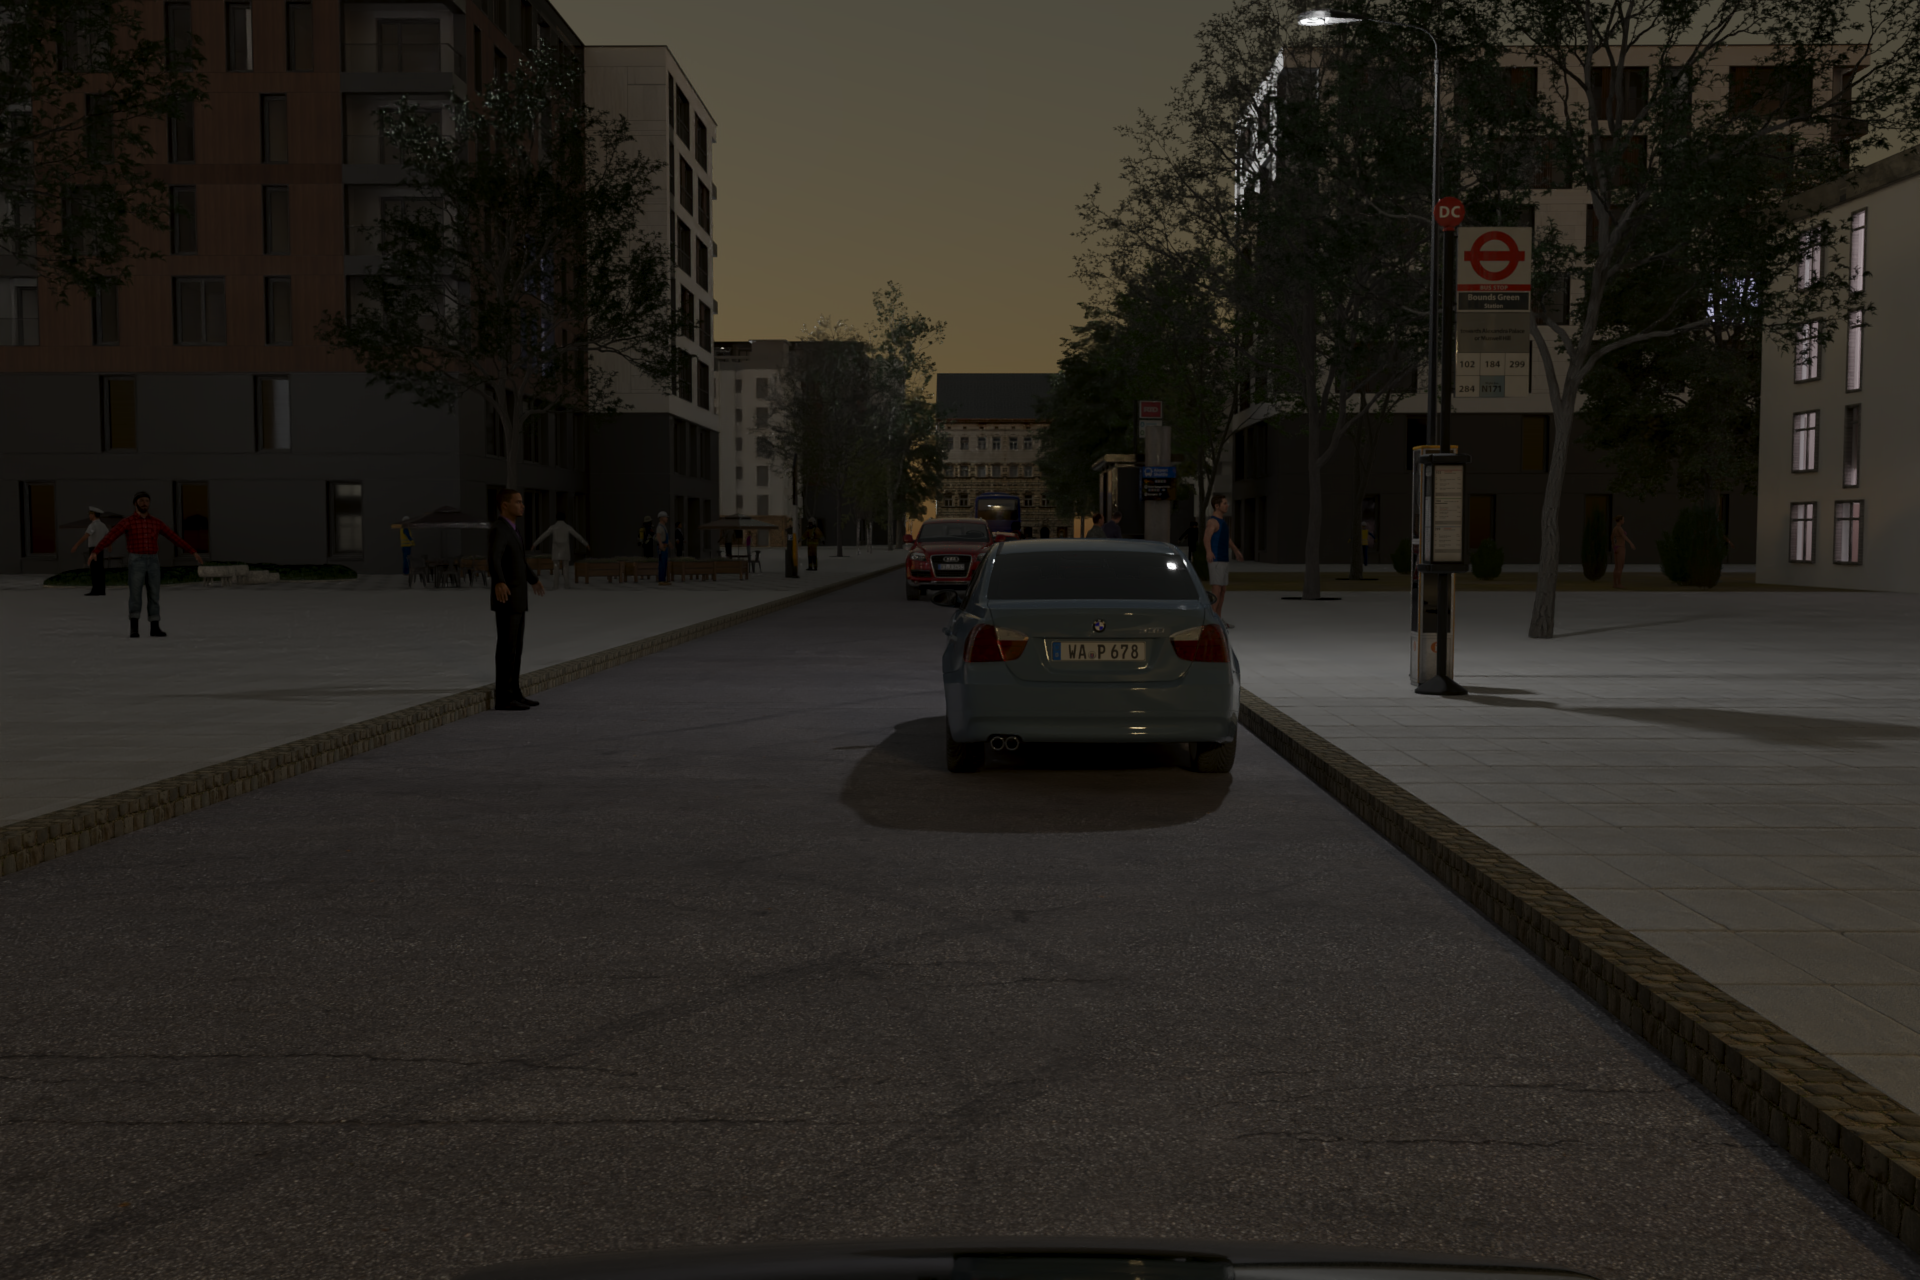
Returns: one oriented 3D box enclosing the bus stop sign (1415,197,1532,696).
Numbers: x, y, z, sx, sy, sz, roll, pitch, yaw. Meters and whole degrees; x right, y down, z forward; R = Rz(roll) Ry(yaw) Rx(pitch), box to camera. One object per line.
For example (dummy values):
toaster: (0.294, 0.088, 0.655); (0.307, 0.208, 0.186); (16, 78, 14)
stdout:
bus stop sign: (4.092, -1.536, 13.811); (0.855, 3.939, 0.416); (0, 4, 2)

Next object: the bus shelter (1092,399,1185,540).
bus shelter: (4.934, -4.393, 49.451); (2.179, 5.291, 8.768); (0, 4, 1)

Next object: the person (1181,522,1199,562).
person: (9.960, -4.111, 73.347); (1.346, 1.812, 0.704); (-2, 4, -31)

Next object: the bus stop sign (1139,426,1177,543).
bus stop sign: (4.847, -3.271, 42.497); (0.837, 3.901, 0.837); (0, 4, 2)

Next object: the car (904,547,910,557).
car: (-0.848, -2.874, 59.346); (2.083, 1.381, 4.827); (0, 4, 1)

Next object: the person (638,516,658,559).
person: (-9.948, -3.032, 55.348); (0.705, 1.856, 1.354); (-3, 5, -44)

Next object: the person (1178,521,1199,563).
person: (9.618, -3.999, 71.566); (1.347, 1.806, 0.705); (2, 4, 27)

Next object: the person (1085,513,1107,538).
person: (2.407, -1.301, 30.006); (0.705, 1.796, 1.348); (-2, 4, -28)

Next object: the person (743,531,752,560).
person: (-9.588, -4.214, 78.160); (0.599, 1.433, 0.991); (-2, 4, -25)

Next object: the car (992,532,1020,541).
car: (1.012, -2.457, 49.206); (2.155, 1.783, 4.494); (0, 4, 1)

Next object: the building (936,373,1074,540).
building: (5.914, -24.551, 234.792); (18.063, 23.208, 19.493); (0, 4, 0)

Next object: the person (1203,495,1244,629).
person: (3.509, -1.049, 23.325); (0.704, 1.807, 1.345); (2, 4, 27)

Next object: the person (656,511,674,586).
person: (-7.385, -2.285, 43.222); (0.705, 1.847, 1.347); (0, 4, 1)

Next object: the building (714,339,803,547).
building: (-21.871, -19.154, 169.584); (16.016, 20.090, 11.380); (0, 4, 1)

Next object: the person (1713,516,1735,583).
person: (19.954, -2.426, 45.791); (0.704, 1.817, 1.347); (-1, 4, -13)

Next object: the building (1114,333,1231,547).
building: (30.076, -21.315, 192.473); (27.936, 21.610, 32.646); (0, 4, 1)

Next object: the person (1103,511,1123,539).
person: (3.315, -1.872, 37.098); (0.568, 1.767, 0.683); (-3, 4, -37)

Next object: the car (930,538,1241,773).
car: (0.791, 0.020, 11.673); (2.014, 1.417, 4.499); (0, 4, 1)

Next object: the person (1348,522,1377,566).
person: (16.009, -3.817, 68.873); (1.216, 1.772, 0.721); (0, 4, -8)

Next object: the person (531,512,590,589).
person: (-9.363, -2.107, 40.636); (1.347, 1.806, 0.705); (-1, 4, -15)

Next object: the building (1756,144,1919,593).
building: (25.012, -5.446, 31.191); (9.099, 9.664, 28.070); (0, 4, 1)

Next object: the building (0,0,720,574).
building: (-26.208, -13.873, 70.793); (27.936, 21.610, 32.646); (0, 4, 1)

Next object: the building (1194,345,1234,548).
building: (28.051, -19.088, 168.506); (16.016, 20.090, 11.380); (0, 4, 1)

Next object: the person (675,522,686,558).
person: (-10.540, -3.592, 65.455); (0.721, 1.740, 1.216); (0, 4, 5)

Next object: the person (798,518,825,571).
person: (-5.186, -3.356, 60.636); (1.354, 1.858, 0.705); (3, 5, 39)

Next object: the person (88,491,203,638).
person: (-10.144, -0.944, 21.542); (1.345, 1.816, 0.704); (-3, 5, -42)

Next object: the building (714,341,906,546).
building: (-21.084, -21.769, 199.897); (27.936, 21.610, 32.646); (0, 4, 2)

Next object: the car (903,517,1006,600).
car: (-0.107, -1.858, 39.056); (2.281, 1.827, 5.304); (0, 4, 2)

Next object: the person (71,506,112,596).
person: (-18.004, -1.851, 36.049); (0.704, 1.855, 1.343); (0, 4, 5)

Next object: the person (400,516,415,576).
person: (-17.135, -2.921, 53.733); (0.705, 1.833, 1.349); (-2, 4, -28)

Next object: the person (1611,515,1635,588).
person: (15.693, -2.093, 41.020); (0.721, 1.733, 1.217); (0, 4, -1)

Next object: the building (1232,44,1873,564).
building: (27.700, -14.989, 89.044); (27.936, 21.610, 32.646); (0, 4, 1)

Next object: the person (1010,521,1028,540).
person: (1.769, -2.779, 54.036); (1.345, 1.843, 0.704); (1, 4, 22)

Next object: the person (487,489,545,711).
person: (-3.663, -0.337, 14.196); (0.704, 1.802, 1.346); (0, 4, -1)

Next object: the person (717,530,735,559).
person: (-9.482, -3.952, 70.750); (0.705, 1.813, 1.348); (1, 4, 22)
